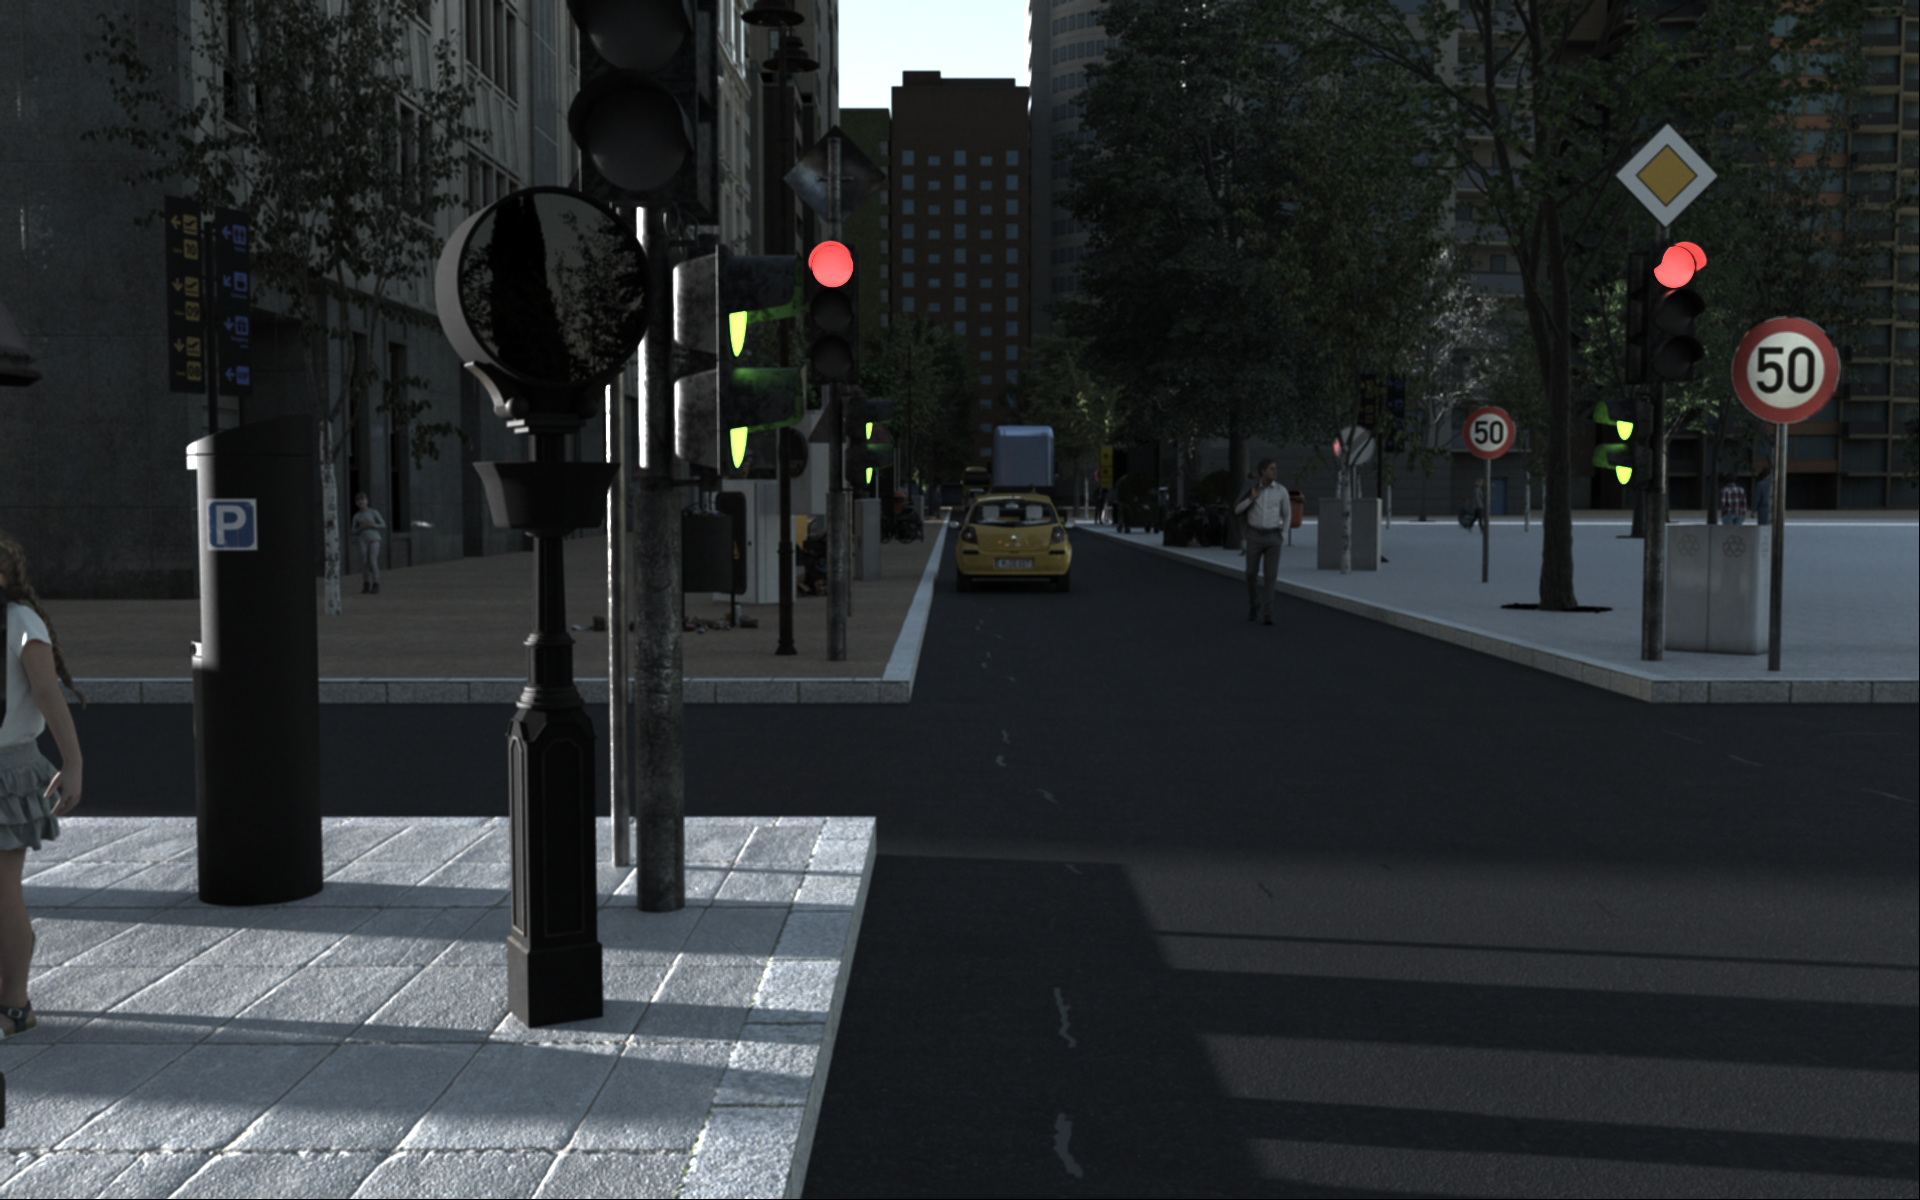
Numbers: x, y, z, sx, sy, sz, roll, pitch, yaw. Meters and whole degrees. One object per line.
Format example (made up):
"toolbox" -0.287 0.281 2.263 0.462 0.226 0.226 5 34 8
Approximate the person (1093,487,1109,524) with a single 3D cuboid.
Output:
"person" 6.006 -4.175 73.662 0.648 1.900 0.474 -1 4 -19

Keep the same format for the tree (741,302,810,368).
"tree" -6.296 -6.846 62.287 4.737 8.622 4.395 0 3 0

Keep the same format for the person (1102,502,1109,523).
"person" 6.526 -4.132 77.886 0.394 1.301 0.425 2 4 34

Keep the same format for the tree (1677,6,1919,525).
"tree" 12.944 -4.687 26.992 4.360 8.622 3.978 0 3 0

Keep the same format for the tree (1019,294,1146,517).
"tree" 6.974 -10.981 97.666 7.486 12.596 7.792 0 3 0

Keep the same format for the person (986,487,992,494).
"person" 1.633 -5.167 92.959 0.705 1.826 1.348 3 4 39

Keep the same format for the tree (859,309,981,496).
"tree" -2.277 -9.308 86.604 8.767 10.594 7.601 3 5 44

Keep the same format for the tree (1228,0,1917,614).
"tree" 6.440 -5.695 18.861 9.928 11.665 9.643 0 3 0

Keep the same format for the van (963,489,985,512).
"van" 1.303 -8.195 141.000 2.013 2.044 4.112 0 4 -1

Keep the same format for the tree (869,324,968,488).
"tree" -2.006 -7.664 75.677 4.360 8.622 3.978 0 3 0

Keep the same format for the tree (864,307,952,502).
"tree" -2.155 -7.191 67.935 4.737 8.622 4.395 0 3 0

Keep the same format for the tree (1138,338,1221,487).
"tree" 10.248 -7.670 75.765 4.360 8.622 3.978 0 3 0

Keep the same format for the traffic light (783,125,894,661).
"traffic light" -0.933 -1.487 13.241 0.839 4.253 0.868 0 4 0

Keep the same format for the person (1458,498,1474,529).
"person" 18.840 -3.224 64.249 0.738 1.151 1.012 1 4 14

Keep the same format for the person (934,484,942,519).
"person" -1.106 -5.050 88.785 0.419 1.800 0.721 0 4 3

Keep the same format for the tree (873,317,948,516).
"tree" -1.795 -10.783 102.059 9.928 11.665 9.643 0 3 0

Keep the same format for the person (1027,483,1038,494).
"person" 2.213 -2.691 53.055 0.519 1.759 0.362 0 4 -2

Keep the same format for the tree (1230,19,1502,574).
"tree" 6.191 -4.705 27.286 4.737 8.622 4.395 0 3 0

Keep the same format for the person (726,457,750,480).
"person" -3.342 -1.240 26.233 0.656 1.842 0.836 1 4 14

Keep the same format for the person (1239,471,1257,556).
"person" 6.078 -1.809 36.169 0.519 1.759 0.362 -1 4 -17

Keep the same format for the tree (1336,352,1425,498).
"tree" 16.495 -7.355 70.610 4.360 8.622 3.978 0 3 0

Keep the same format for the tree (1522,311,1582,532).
"tree" 19.128 -6.629 58.748 4.737 8.622 4.395 0 3 0

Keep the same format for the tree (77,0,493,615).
"tree" -6.639 -4.130 17.883 4.360 8.622 3.978 0 3 0

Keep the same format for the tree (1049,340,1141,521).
"tree" 6.307 -8.119 83.106 4.737 8.622 4.395 0 3 0

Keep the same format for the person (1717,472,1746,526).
"person" 15.245 -1.668 34.152 0.563 1.720 0.643 -1 4 -8

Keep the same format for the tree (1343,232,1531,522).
"tree" 21.446 -10.344 79.491 12.009 13.543 11.850 0 3 0

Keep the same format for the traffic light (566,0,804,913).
"traffic light" -0.910 -0.999 5.256 0.839 4.253 0.868 0 4 0

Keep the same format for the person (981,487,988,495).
"person" 1.593 -5.996 106.169 1.348 1.869 0.705 3 4 38

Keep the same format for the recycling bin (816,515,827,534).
"recycling bin" -3.084 -1.816 42.249 0.722 1.027 0.722 -1 4 -21

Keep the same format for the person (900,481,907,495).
"person" -2.301 -4.059 72.265 0.638 1.841 0.748 0 4 7

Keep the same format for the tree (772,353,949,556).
"tree" -2.635 -3.200 36.027 4.285 4.588 4.351 0 3 0

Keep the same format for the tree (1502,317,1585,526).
"tree" 23.715 -7.305 69.798 4.360 8.622 3.978 0 3 0

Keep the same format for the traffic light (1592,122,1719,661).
"traffic light" 5.328 -1.490 13.275 0.839 4.253 0.868 0 4 0

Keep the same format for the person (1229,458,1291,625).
"person" 3.341 -0.653 19.282 0.679 1.850 0.850 0 4 6

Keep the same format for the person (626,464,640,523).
"person" -5.253 -1.376 28.745 0.606 1.804 0.583 0 4 -3

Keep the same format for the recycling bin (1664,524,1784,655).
"recycling bin" 6.272 -0.101 14.213 0.722 1.027 0.722 3 5 42

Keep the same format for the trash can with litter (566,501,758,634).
"trash can with litter" -2.821 -0.336 16.548 2.233 1.210 1.678 -2 4 -25

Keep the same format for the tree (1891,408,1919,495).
"tree" 53.454 -7.056 78.270 20.602 7.101 11.467 2 4 33

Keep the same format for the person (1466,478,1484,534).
"person" 16.672 -3.026 55.706 0.728 1.800 0.709 2 4 27

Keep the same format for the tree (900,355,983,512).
"tree" -1.965 -12.667 125.238 7.486 12.596 7.792 0 3 0

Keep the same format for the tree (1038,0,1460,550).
"tree" 6.432 -8.136 39.679 9.857 13.997 8.962 0 3 0

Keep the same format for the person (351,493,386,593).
"person" -7.657 -0.740 22.428 0.425 1.301 0.394 -1 4 -20

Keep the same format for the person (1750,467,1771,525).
"person" 16.009 -1.731 34.371 0.581 1.822 0.654 1 4 9

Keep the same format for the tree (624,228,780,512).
"tree" -6.864 -5.862 46.212 4.360 8.622 3.978 0 3 0

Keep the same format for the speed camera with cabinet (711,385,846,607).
"speed camera with cabinet" -2.071 -1.551 19.695 0.660 3.252 2.038 -3 5 -40

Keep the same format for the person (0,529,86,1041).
"person" -2.215 0.425 4.110 0.505 1.210 0.382 2 4 27
